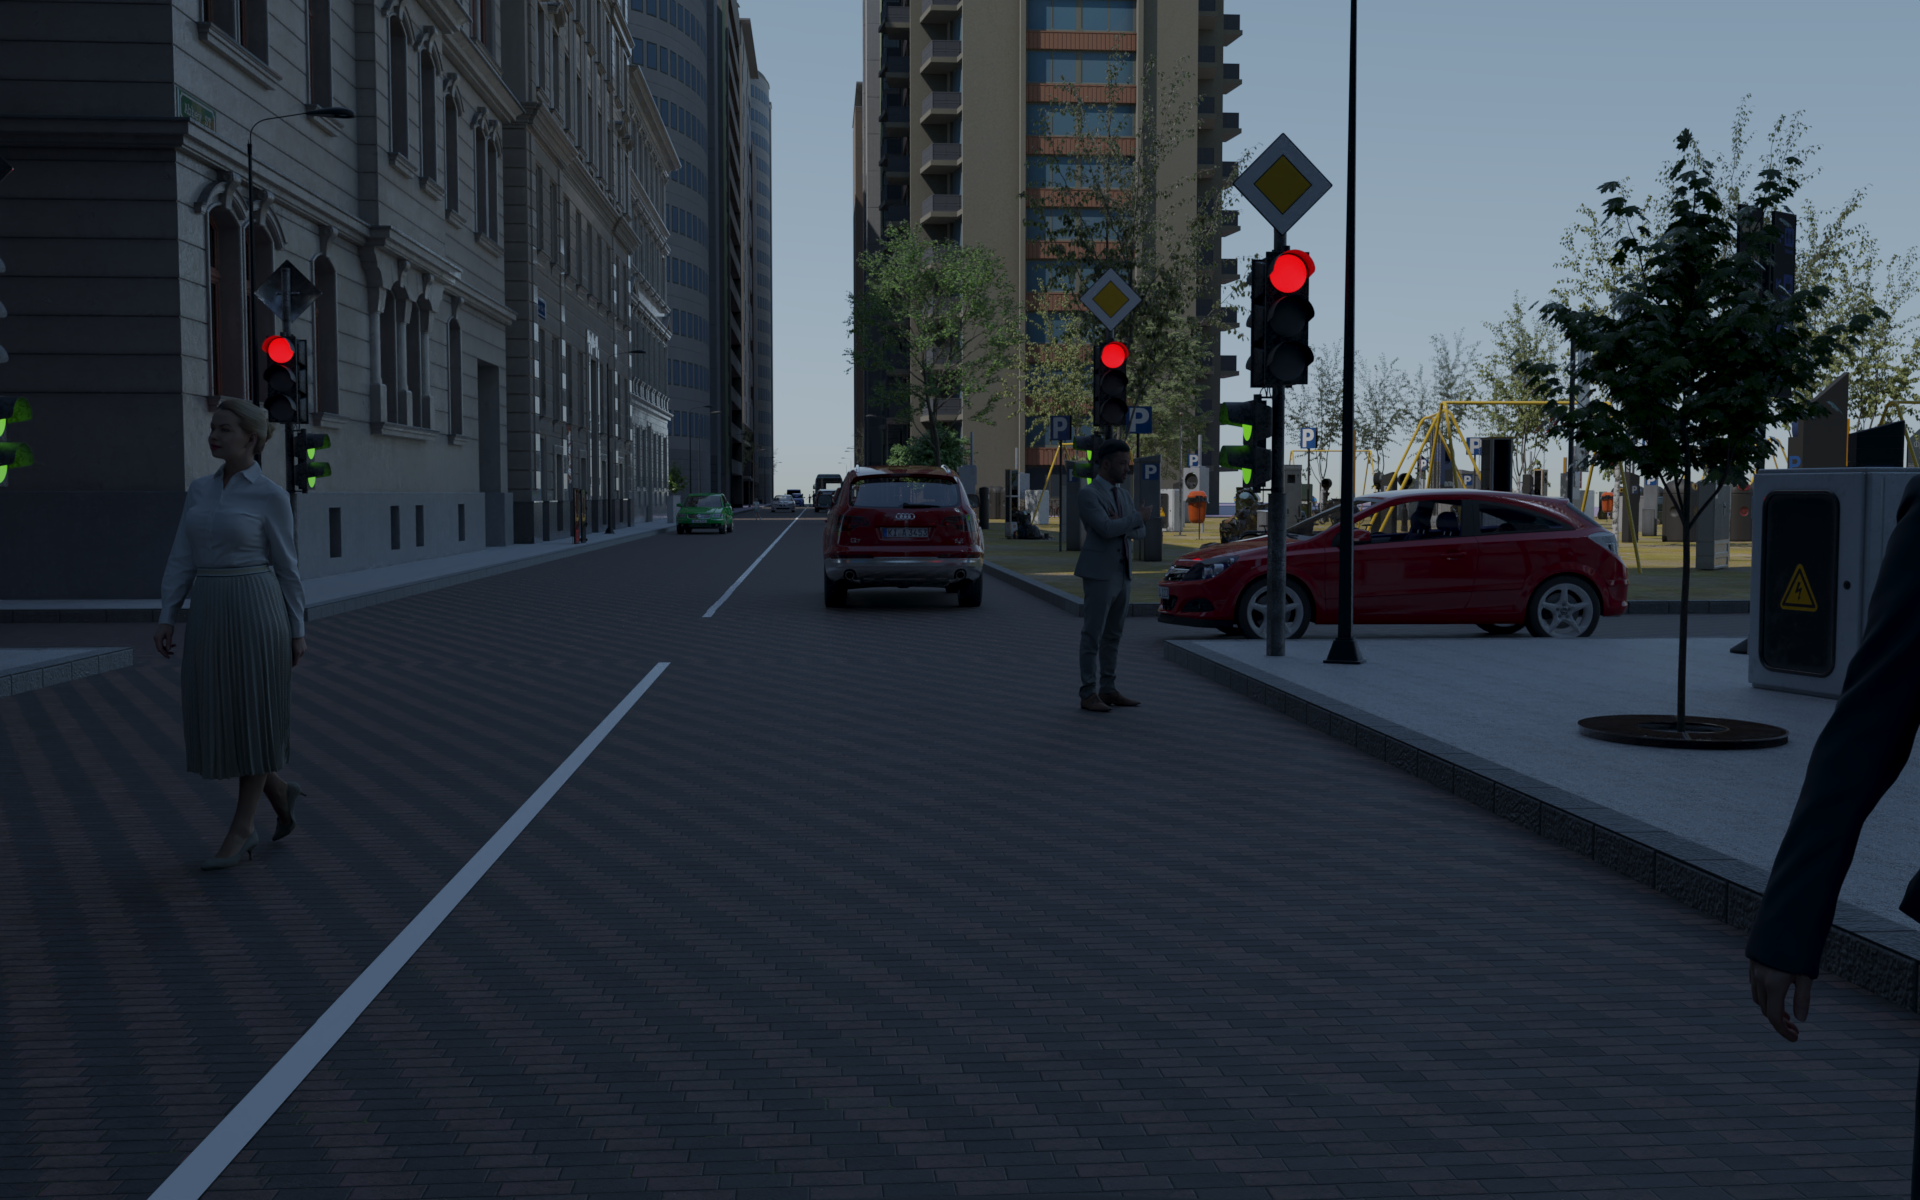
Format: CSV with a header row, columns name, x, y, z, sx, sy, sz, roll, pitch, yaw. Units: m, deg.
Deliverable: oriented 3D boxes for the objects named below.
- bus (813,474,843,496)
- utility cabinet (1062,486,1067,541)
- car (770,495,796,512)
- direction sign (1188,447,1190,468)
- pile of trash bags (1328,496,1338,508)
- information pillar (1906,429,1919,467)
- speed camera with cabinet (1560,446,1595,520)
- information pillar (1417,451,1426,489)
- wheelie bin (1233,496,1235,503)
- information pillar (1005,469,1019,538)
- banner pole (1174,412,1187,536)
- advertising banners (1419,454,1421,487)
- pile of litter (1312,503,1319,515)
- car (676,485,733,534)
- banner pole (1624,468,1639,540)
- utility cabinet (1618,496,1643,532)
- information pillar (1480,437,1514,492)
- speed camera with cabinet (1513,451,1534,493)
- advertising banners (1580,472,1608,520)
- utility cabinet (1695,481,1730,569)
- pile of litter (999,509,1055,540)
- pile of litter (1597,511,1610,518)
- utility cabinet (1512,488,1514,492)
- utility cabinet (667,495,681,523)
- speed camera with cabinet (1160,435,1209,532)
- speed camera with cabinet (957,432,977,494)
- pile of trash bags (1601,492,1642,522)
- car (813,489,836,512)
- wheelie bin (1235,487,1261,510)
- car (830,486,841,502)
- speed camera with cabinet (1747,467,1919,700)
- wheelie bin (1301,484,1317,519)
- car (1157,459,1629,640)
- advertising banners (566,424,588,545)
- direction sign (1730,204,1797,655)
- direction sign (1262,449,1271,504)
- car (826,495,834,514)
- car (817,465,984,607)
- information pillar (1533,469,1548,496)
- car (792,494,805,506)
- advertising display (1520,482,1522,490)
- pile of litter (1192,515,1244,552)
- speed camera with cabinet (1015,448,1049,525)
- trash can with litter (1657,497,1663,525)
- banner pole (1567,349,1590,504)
name,x,y,z,sx,sy,sz,roll,pitch,yaw
bus,-12.514,-10.386,164.672,2.948,3.499,13.247,0,4,-5
utility cabinet,3.308,-2.301,46.295,1.173,1.500,0.318,1,4,15
car,-14.017,-7.644,137.339,2.083,1.381,4.827,0,4,-5
direction sign,10.966,-5.572,83.104,0.379,3.537,0.876,0,4,3
pile of trash bags,21.357,-5.145,93.868,3.447,1.369,1.912,1,4,12
information pillar,34.140,-4.324,62.058,0.504,3.616,0.183,0,4,-8
speed camera with cabinet,25.614,-4.740,71.842,2.038,3.252,0.660,-3,5,-45
information pillar,25.295,-6.342,95.038,0.504,3.616,0.183,0,4,5
wheelie bin,12.449,-4.163,75.973,0.980,1.594,0.693,1,4,19
information pillar,1.530,-2.851,51.099,0.304,2.012,0.304,-2,4,-31
banner pole,6.739,-3.841,52.813,0.401,3.779,0.863,0,4,4
advertising banners,18.516,-4.478,69.406,0.090,3.025,2.074,1,4,21
pile of litter,20.489,-5.152,98.206,1.719,0.858,1.176,3,4,39
car,-9.324,-3.339,63.391,1.959,1.807,4.718,0,4,-3
banner pole,18.869,-3.594,48.779,0.401,3.779,0.863,0,4,-1
utility cabinet,22.957,-2.927,59.024,1.020,1.237,0.306,-1,4,-14
information pillar,6.903,-1.090,22.314,0.304,2.012,0.304,-1,4,-9
speed camera with cabinet,26.008,-5.212,79.547,2.038,3.252,0.660,-3,5,-42
advertising banners,31.542,-5.531,86.626,2.074,3.025,0.090,-1,4,-15
utility cabinet,12.846,-1.274,29.509,0.318,1.500,1.173,2,4,35
pile of litter,1.914,-2.154,49.184,1.176,0.858,1.719,-3,5,-39
pile of litter,34.324,-4.749,91.616,1.719,0.858,1.176,-3,5,-43
utility cabinet,20.781,-3.570,67.054,1.173,1.500,0.318,0,4,7
utility cabinet,-12.689,-4.013,76.770,0.306,1.237,1.020,1,4,10
speed camera with cabinet,7.387,-3.909,58.240,0.660,3.252,2.038,-3,5,-45
speed camera with cabinet,0.124,-3.770,55.975,0.660,3.252,2.038,0,4,-6
pile of trash bags,30.589,-4.161,77.789,3.447,1.369,1.912,2,4,25
car,-10.479,-7.859,137.163,2.281,1.827,5.304,0,4,-6
wheelie bin,10.394,-3.315,62.102,0.693,1.594,0.980,1,4,19
car,-5.129,-4.502,82.283,2.281,1.827,5.304,0,4,-5
speed camera with cabinet,5.778,-0.991,10.534,0.660,3.252,2.038,-1,4,-17
wheelie bin,10.410,-2.752,52.903,0.980,1.594,0.693,1,4,13
car,4.172,-0.484,16.950,4.494,1.783,2.155,0,4,-3
advertising banners,-9.850,-2.953,44.468,0.090,3.025,2.074,0,4,1
direction sign,6.418,-1.338,13.869,0.876,3.537,0.379,-3,4,-38
direction sign,15.298,-5.832,87.353,0.379,3.537,0.876,-3,5,-45
car,-7.970,-6.302,115.399,2.083,1.381,4.827,0,4,-5
car,-0.819,-0.910,23.560,2.281,1.827,5.304,0,4,-3
information pillar,17.257,-2.876,51.517,0.304,2.012,0.304,-3,4,-38
car,-18.967,-11.744,201.604,1.945,1.707,3.694,0,4,-6
advertising display,29.280,-5.187,90.027,0.123,1.923,0.974,0,4,-1
pile of litter,5.269,-1.313,35.440,1.176,0.858,1.719,2,4,35
speed camera with cabinet,2.954,-4.833,73.352,0.660,3.252,2.038,-2,4,-34
trash can with litter,29.307,-3.741,72.548,0.624,1.170,1.055,3,5,43
banner pole,8.523,-2.072,23.894,0.401,3.779,0.863,3,5,42
